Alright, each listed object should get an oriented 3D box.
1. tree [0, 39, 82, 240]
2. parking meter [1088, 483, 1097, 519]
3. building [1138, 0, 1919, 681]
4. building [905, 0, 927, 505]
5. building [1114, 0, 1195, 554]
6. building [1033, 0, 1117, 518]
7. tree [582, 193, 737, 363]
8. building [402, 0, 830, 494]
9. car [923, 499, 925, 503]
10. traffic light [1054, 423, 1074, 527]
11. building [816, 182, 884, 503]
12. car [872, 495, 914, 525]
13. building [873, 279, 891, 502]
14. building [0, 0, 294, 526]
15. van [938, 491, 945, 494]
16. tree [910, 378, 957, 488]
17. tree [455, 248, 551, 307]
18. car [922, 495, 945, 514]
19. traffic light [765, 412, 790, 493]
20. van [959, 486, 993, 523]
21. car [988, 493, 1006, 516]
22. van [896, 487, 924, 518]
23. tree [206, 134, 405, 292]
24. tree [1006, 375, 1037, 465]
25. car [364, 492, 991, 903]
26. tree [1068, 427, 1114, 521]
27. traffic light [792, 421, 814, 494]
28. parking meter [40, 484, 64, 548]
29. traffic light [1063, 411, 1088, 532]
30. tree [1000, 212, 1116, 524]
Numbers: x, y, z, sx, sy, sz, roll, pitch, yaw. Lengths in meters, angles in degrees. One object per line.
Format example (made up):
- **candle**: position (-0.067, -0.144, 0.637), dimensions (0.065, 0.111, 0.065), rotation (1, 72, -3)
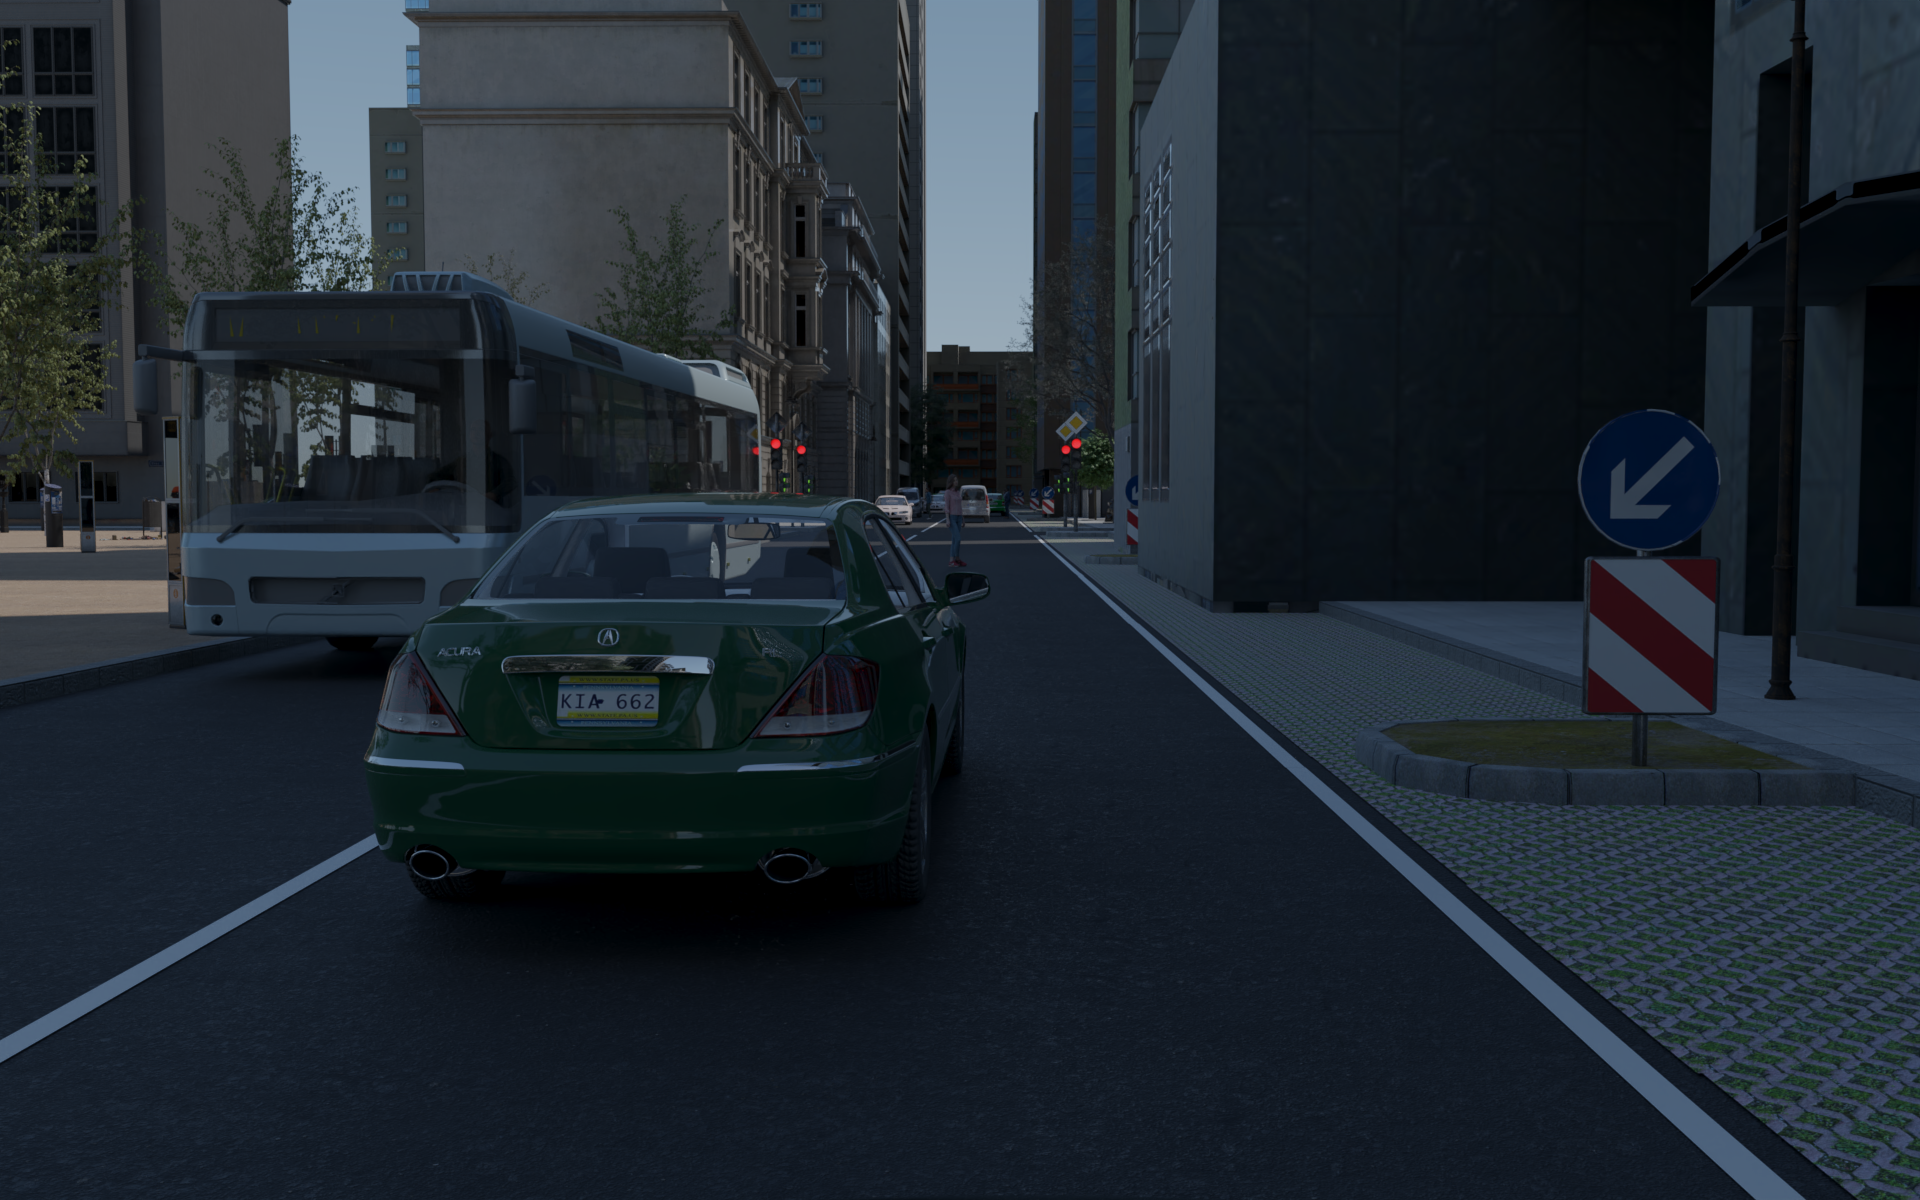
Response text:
- **tree**: position (-15.453, -4.715, 27.455), dimensions (4.737, 8.622, 4.395), rotation (0, 3, 0)
- **parking meter**: position (6.799, -5.093, 88.979), dimensions (0.255, 1.863, 0.399), rotation (-3, 5, -40)
- **building**: position (14.103, -42.828, 12.910), dimensions (22.319, 86.520, 31.000), rotation (0, 4, 1)
- **building**: position (-14.610, -47.031, 207.215), dimensions (20.611, 71.187, 20.563), rotation (0, 4, 1)
- **building**: position (11.001, -22.094, 44.834), dimensions (14.154, 41.232, 14.086), rotation (0, 4, 1)
- **building**: position (11.698, -27.654, 102.259), dimensions (14.600, 45.320, 14.200), rotation (0, 4, 1)
- **tree**: position (-7.552, -5.671, 43.080), dimensions (4.737, 8.622, 4.395), rotation (0, 3, 0)
- **building**: position (-13.654, -16.164, 83.368), dimensions (14.460, 24.649, 34.723), rotation (0, 4, 1)
- **car**: position (-2.530, -9.094, 161.269), dimensions (1.945, 1.354, 3.894), rotation (0, 4, 2)
- **traffic light**: position (4.044, -4.756, 66.683), dimensions (0.839, 4.253, 0.868), rotation (0, 4, 1)
- **building**: position (-12.269, -16.573, 112.768), dimensions (13.314, 21.916, 24.055), rotation (0, 4, 1)
- **car**: position (-3.204, -4.225, 81.443), dimensions (2.083, 1.381, 4.827), rotation (0, 4, 0)
- **building**: position (-10.970, -17.051, 133.529), dimensions (10.420, 20.320, 16.860), rotation (0, 4, 1)
- **building**: position (-42.979, -17.132, 73.622), dimensions (24.014, 27.812, 14.314), rotation (0, 4, 1)
- **van**: position (-1.922, -12.383, 209.467), dimensions (2.013, 2.044, 4.112), rotation (0, 4, -1)
- **tree**: position (-4.916, -17.460, 192.131), dimensions (9.857, 13.997, 8.962), rotation (0, 3, 0)
- **tree**: position (-14.117, -6.180, 51.410), dimensions (4.360, 8.622, 3.978), rotation (0, 3, 0)
- **car**: position (-1.786, -7.066, 127.888), dimensions (2.083, 1.381, 4.827), rotation (0, 4, 0)
- **traffic light**: position (-6.200, -4.277, 58.851), dimensions (0.839, 4.253, 0.868), rotation (0, 4, 1)
- **van**: position (0.648, -4.890, 86.965), dimensions (2.013, 2.044, 4.112), rotation (0, 4, 0)
- **car**: position (2.100, -6.374, 113.007), dimensions (1.959, 1.807, 4.718), rotation (0, 4, -1)
- **van**: position (-3.209, -6.098, 106.721), dimensions (2.013, 2.044, 4.112), rotation (0, 4, 1)
- **tree**: position (-14.032, -5.162, 34.763), dimensions (4.737, 8.622, 4.395), rotation (0, 3, 0)
- **tree**: position (7.775, -13.602, 148.153), dimensions (9.928, 11.665, 9.643), rotation (0, 3, 0)
- **car**: position (-0.950, 0.261, 7.527), dimensions (2.131, 1.459, 4.920), rotation (0, 4, 3)
- **tree**: position (6.711, -6.165, 84.515), dimensions (4.285, 4.588, 4.351), rotation (0, 3, 0)
- **traffic light**: position (-6.066, -4.765, 66.835), dimensions (0.839, 4.253, 0.868), rotation (0, 4, 1)
- **parking meter**: position (-21.803, -2.035, 41.678), dimensions (0.372, 1.533, 0.369), rotation (0, 3, 0)
- **traffic light**: position (3.910, -4.268, 58.699), dimensions (0.839, 4.253, 0.868), rotation (0, 4, 1)
- **tree**: position (6.792, -10.078, 75.152), dimensions (12.009, 13.543, 11.850), rotation (0, 3, 0)
